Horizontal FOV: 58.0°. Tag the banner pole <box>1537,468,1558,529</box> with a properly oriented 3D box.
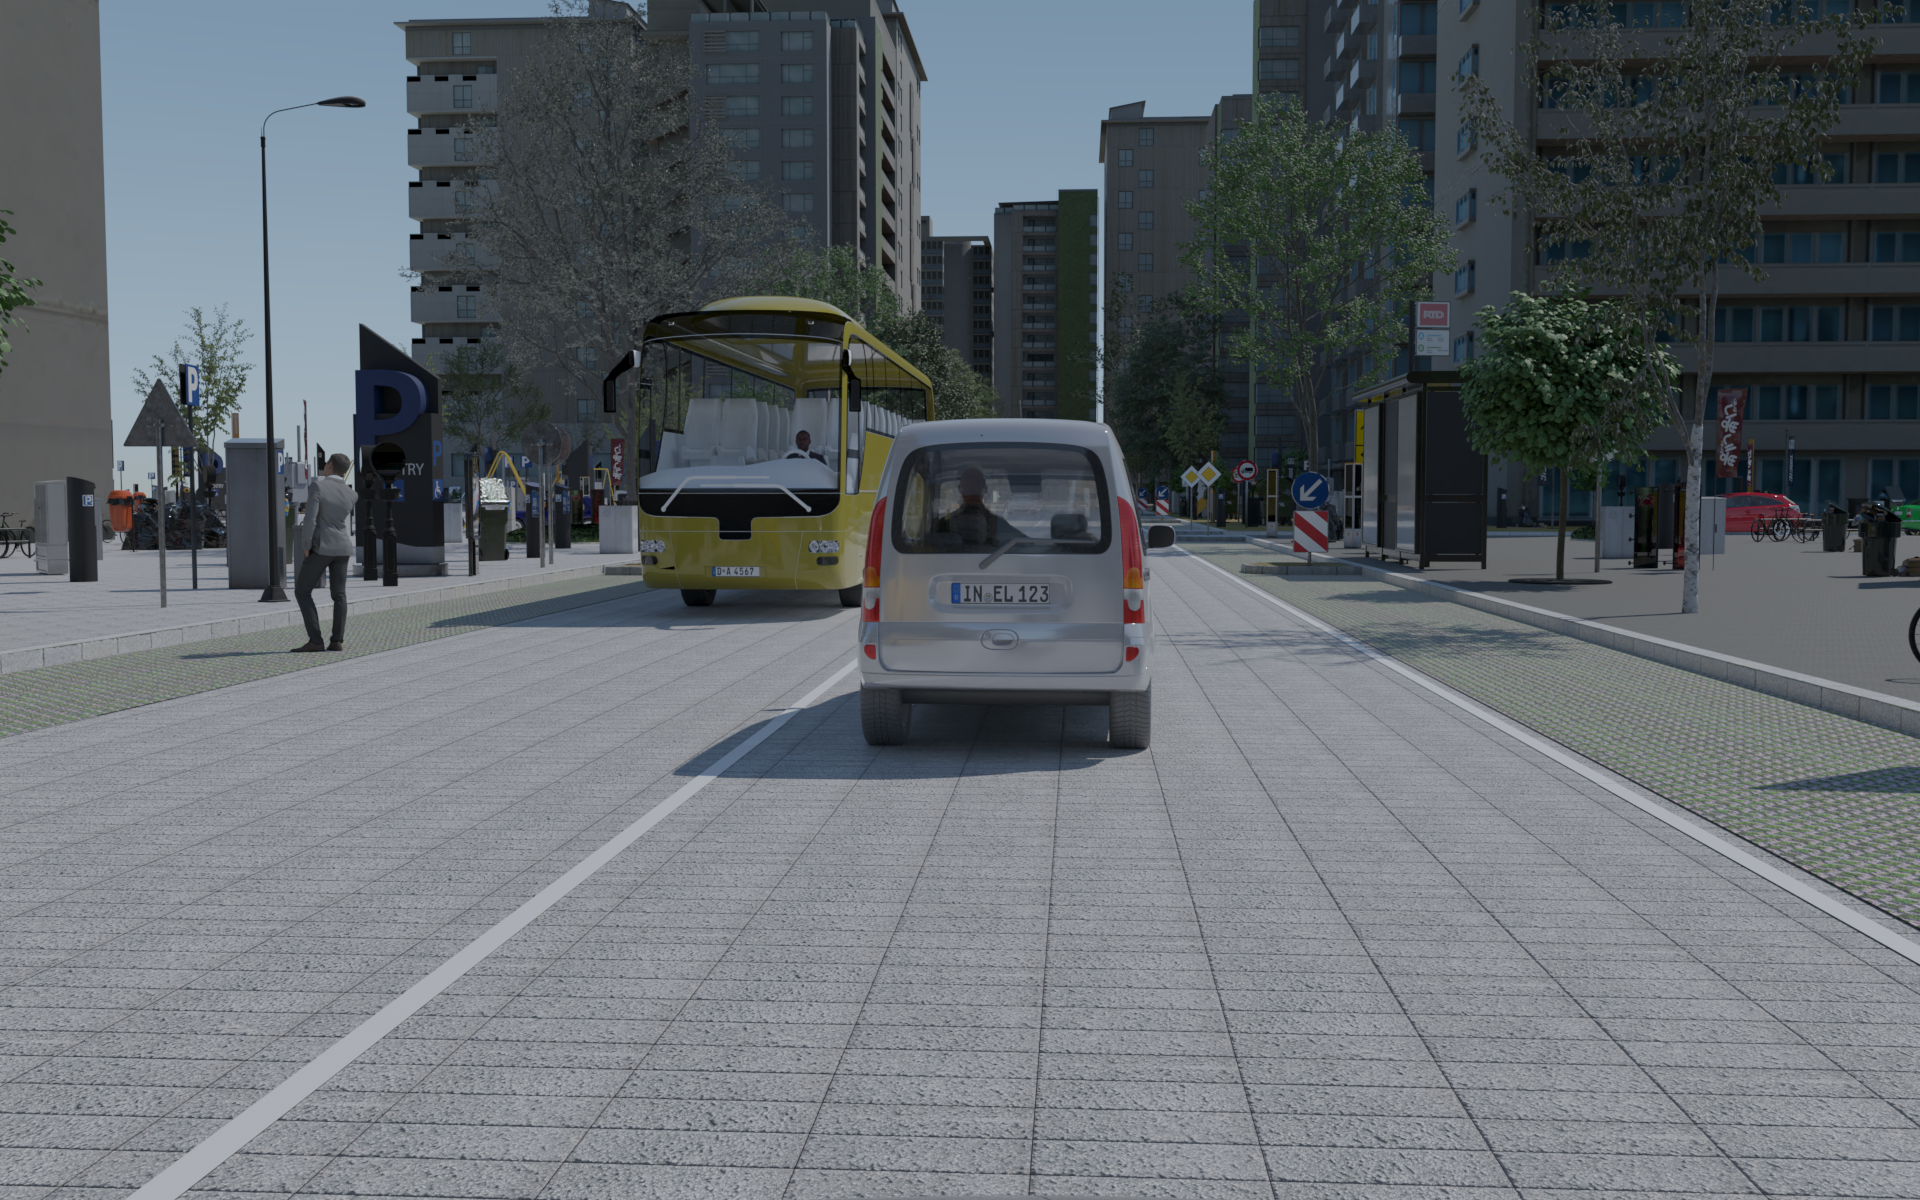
[{"bbox_3d":[21.630,-4.511,63.769,0.401,3.779,0.863,-3,5,-44],"label":"banner pole"}]

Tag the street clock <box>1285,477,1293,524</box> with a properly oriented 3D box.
[{"bbox_3d":[14.101,-4.277,74.503,0.471,2.002,0.358,3,4,38],"label":"street clock"}]

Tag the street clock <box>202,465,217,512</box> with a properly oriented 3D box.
[{"bbox_3d":[-18.913,-2.391,43.670,0.358,2.002,0.471,-3,4,-38],"label":"street clock"}]

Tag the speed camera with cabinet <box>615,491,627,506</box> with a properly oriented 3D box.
[{"bbox_3d":[-16.234,-5.645,86.636,2.038,3.252,0.660,-1,4,-10],"label":"speed camera with cabinet"}]

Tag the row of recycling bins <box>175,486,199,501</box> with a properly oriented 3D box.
[{"bbox_3d":[-38.009,-4.953,88.093,3.534,1.692,1.069,-1,4,-14],"label":"row of recycling bins"}]

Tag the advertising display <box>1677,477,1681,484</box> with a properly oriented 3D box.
[{"bbox_3d":[26.762,-3.628,64.537,0.123,1.923,0.974,2,4,24],"label":"advertising display"}]

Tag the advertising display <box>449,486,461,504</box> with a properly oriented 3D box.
[{"bbox_3d":[-40.191,-8.113,137.855,0.974,1.923,0.123,0,4,-3],"label":"advertising display"}]

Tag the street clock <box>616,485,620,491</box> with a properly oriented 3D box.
[{"bbox_3d":[-24.653,-7.318,124.223,0.358,2.002,0.471,2,4,29],"label":"street clock"}]

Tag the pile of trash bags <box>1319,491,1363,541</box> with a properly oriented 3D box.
[{"bbox_3d":[11.012,-2.404,49.055,1.912,1.369,3.447,1,4,23],"label":"pile of trash bags"}]

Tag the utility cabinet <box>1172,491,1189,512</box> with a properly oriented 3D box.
[{"bbox_3d":[15.162,-6.763,119.259,1.173,1.500,0.318,-1,4,-23],"label":"utility cabinet"}]

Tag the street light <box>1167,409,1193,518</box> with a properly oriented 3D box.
[{"bbox_3d":[11.963,-7.443,94.240,1.470,5.913,1.316,0,4,4],"label":"street light"}]

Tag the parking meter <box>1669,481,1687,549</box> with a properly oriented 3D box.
[{"bbox_3d":[13.981,-1.524,33.334,0.372,1.533,0.369,0,3,0],"label":"parking meter"}]

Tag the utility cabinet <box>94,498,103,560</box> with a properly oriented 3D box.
[{"bbox_3d":[-16.973,-1.394,33.956,0.306,1.237,1.020,-2,4,-27],"label":"utility cabinet"}]

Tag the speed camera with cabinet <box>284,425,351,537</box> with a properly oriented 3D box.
[{"bbox_3d":[-18.836,-3.440,50.587,0.660,3.252,2.038,2,4,30],"label":"speed camera with cabinet"}]

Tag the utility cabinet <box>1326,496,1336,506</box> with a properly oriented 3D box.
[{"bbox_3d":[14.478,-3.543,69.095,1.020,1.237,0.306,-1,4,-23],"label":"utility cabinet"}]

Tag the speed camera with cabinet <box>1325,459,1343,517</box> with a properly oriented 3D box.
[{"bbox_3d":[21.197,-6.344,98.066,2.038,3.252,0.660,-3,4,-37],"label":"speed camera with cabinet"}]

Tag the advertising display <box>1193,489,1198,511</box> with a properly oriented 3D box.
[{"bbox_3d":[15.946,-6.724,115.156,0.974,1.923,0.123,0,4,-7],"label":"advertising display"}]

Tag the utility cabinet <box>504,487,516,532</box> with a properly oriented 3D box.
[{"bbox_3d":[-14.672,-2.819,54.772,1.173,1.500,0.318,1,4,9],"label":"utility cabinet"}]

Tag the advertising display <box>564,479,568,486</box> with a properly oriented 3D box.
[{"bbox_3d":[-16.855,-4.217,74.164,0.123,1.923,0.974,-1,4,-14],"label":"advertising display"}]

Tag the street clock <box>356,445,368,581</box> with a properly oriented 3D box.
[{"bbox_3d":[-8.738,-1.287,25.615,0.358,2.002,0.471,-2,4,-24],"label":"street clock"}]

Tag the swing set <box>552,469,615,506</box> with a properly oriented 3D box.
[{"bbox_3d":[-22.866,-6.649,106.333,3.119,2.851,2.862,-2,4,-35],"label":"swing set"}]

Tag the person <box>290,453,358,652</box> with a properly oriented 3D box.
[{"bbox_3d":[-5.761,-0.429,15.697,0.592,1.802,0.473,-3,5,-44],"label":"person"}]

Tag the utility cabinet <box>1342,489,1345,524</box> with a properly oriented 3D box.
[{"bbox_3d":[16.376,-3.935,73.017,0.318,1.500,1.173,2,4,24],"label":"utility cabinet"}]

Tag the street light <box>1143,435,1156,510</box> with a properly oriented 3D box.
[{"bbox_3d":[14.699,-9.990,135.879,1.470,5.913,1.316,0,4,4],"label":"street light"}]

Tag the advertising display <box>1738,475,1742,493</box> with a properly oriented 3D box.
[{"bbox_3d":[26.853,-3.329,59.651,0.123,1.923,0.974,2,4,25],"label":"advertising display"}]

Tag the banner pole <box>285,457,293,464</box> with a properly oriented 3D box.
[{"bbox_3d":[-39.928,-6.890,102.664,0.863,3.779,0.401,0,4,0],"label":"banner pole"}]

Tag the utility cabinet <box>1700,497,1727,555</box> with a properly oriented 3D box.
[{"bbox_3d":[15.848,-1.572,36.858,1.020,1.237,0.306,-2,4,-29],"label":"utility cabinet"}]

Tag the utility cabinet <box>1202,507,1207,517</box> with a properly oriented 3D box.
[{"bbox_3d":[13.806,-5.269,94.820,1.173,1.500,0.318,-1,4,-9],"label":"utility cabinet"}]

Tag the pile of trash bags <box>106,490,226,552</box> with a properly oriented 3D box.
[{"bbox_3d":[-18.366,-1.834,39.741,1.912,1.369,3.447,0,4,7],"label":"pile of trash bags"}]

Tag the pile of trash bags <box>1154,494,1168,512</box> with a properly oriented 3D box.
[{"bbox_3d":[15.557,-7.102,125.869,3.447,1.369,1.912,3,5,43],"label":"pile of trash bags"}]

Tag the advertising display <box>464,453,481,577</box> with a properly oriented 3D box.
[{"bbox_3d":[-7.687,-1.353,27.334,0.123,1.923,0.974,-1,4,-9],"label":"advertising display"}]

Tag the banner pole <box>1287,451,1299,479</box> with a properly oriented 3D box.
[{"bbox_3d":[19.358,-6.760,100.545,0.863,3.779,0.401,1,4,15],"label":"banner pole"}]

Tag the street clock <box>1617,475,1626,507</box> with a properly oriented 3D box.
[{"bbox_3d":[25.194,-3.756,65.982,0.358,2.002,0.471,1,4,10],"label":"street clock"}]

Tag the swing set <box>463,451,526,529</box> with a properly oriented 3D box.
[{"bbox_3d":[-16.970,-4.084,64.387,2.862,2.851,3.119,-1,4,-13],"label":"swing set"}]

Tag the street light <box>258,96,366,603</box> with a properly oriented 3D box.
[{"bbox_3d":[-7.630,-2.928,20.407,1.470,5.913,1.316,0,4,4],"label":"street light"}]

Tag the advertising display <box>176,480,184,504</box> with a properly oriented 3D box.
[{"bbox_3d":[-37.086,-4.718,82.349,0.123,1.923,0.974,-1,4,-10],"label":"advertising display"}]

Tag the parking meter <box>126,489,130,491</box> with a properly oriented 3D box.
[{"bbox_3d":[-41.173,-4.714,85.479,0.372,1.533,0.369,0,3,0],"label":"parking meter"}]

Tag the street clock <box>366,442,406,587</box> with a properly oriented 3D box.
[{"bbox_3d":[-7.928,-1.191,24.046,0.471,2.002,0.358,-2,4,-24],"label":"street clock"}]

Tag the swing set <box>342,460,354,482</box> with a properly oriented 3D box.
[{"bbox_3d":[-26.910,-4.870,77.248,2.862,2.851,3.119,-1,4,-22],"label":"swing set"}]

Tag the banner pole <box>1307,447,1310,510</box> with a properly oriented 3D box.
[{"bbox_3d":[16.803,-5.704,83.278,0.401,3.779,0.863,0,4,3],"label":"banner pole"}]

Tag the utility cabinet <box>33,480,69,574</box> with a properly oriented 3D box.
[{"bbox_3d":[-14.577,-1.166,27.739,0.318,1.500,1.173,-3,4,-36],"label":"utility cabinet"}]

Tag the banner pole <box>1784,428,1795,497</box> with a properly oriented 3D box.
[{"bbox_3d":[31.575,-4.646,65.987,0.863,3.779,0.401,-3,4,-37],"label":"banner pole"}]

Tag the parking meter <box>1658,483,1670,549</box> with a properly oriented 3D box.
[{"bbox_3d":[16.532,-1.966,40.562,0.372,1.533,0.369,0,3,0],"label":"parking meter"}]

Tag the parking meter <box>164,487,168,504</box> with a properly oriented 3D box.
[{"bbox_3d":[-61.326,-7.822,133.593,0.255,1.863,0.399,2,4,26],"label":"parking meter"}]

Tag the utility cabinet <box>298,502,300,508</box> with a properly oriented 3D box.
[{"bbox_3d":[-48.946,-7.131,127.760,0.306,1.237,1.020,-3,4,-37],"label":"utility cabinet"}]

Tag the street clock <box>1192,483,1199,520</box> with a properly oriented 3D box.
[{"bbox_3d":[11.531,-4.911,84.870,0.358,2.002,0.471,1,4,15],"label":"street clock"}]

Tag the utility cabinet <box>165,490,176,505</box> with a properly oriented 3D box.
[{"bbox_3d":[-44.384,-5.421,97.311,0.318,1.500,1.173,-3,4,-37],"label":"utility cabinet"}]

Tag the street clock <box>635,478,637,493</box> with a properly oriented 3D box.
[{"bbox_3d":[-13.301,-4.132,72.133,0.471,2.002,0.358,0,4,-1],"label":"street clock"}]
